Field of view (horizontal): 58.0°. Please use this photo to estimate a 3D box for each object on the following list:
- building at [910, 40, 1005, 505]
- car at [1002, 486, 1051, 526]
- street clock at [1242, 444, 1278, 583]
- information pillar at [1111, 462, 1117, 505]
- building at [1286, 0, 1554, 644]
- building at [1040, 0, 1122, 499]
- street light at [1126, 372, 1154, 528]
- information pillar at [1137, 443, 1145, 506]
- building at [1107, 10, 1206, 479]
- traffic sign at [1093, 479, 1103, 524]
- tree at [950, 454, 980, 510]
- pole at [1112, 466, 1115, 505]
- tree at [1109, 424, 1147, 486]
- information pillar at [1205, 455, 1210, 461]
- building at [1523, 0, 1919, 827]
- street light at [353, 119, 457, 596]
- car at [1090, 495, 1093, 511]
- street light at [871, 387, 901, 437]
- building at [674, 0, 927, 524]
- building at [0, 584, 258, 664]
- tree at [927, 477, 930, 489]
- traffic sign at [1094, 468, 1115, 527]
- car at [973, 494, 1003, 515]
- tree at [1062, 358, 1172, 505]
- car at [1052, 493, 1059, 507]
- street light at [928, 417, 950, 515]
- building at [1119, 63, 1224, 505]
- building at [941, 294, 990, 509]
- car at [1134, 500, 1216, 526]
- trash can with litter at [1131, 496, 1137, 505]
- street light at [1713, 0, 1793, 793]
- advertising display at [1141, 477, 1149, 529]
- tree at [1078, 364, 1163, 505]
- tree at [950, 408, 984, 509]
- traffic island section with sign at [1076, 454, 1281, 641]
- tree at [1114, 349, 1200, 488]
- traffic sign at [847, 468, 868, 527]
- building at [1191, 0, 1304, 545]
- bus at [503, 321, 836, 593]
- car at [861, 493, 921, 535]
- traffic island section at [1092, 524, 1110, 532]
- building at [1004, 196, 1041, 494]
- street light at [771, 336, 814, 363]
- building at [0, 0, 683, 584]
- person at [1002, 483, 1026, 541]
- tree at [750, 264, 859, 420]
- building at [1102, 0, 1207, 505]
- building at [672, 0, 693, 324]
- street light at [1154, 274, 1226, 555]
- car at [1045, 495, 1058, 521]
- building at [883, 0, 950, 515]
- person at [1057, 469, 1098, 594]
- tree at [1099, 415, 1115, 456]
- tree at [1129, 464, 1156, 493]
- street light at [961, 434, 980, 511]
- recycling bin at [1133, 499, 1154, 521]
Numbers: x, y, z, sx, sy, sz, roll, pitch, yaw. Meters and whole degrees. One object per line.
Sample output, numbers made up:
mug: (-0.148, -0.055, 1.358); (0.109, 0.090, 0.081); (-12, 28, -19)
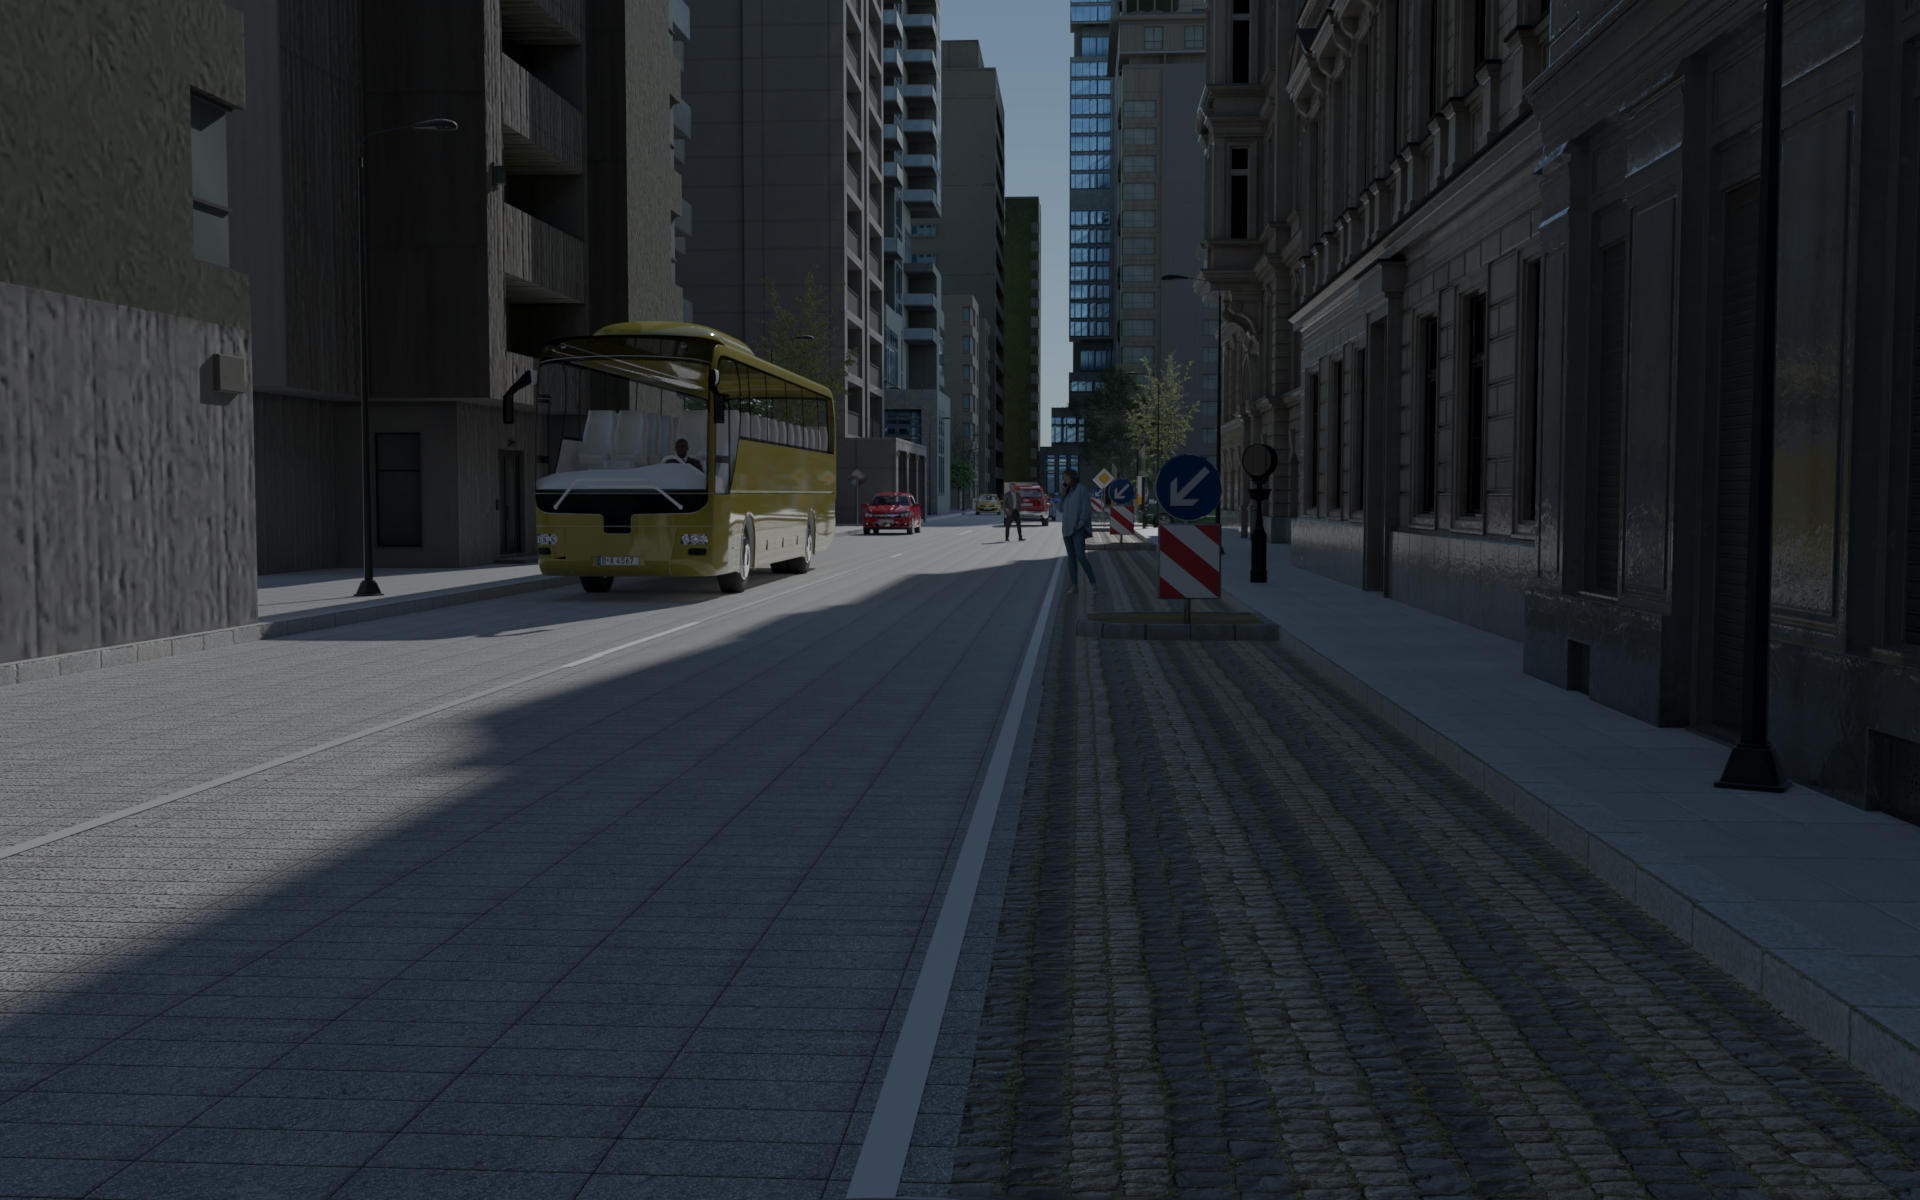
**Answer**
building: (-6.235, -34.646, 190.166); (21.300, 48.544, 21.600); (0, 4, 4)
car: (3.024, -4.299, 78.954); (2.281, 1.827, 5.304); (0, 4, 2)
street clock: (4.325, -1.251, 25.026); (0.471, 2.002, 0.358); (2, 4, 35)
information pillar: (11.399, -8.381, 128.389); (0.504, 3.616, 0.183); (-2, 4, -35)
building: (10.034, -9.581, 21.275); (10.561, 19.102, 19.286); (0, 4, 4)
building: (26.973, -56.809, 241.492); (31.000, 86.520, 22.319); (0, 4, 4)
street light: (7.012, -5.719, 66.046); (1.470, 5.913, 1.316); (0, 4, 4)
information pillar: (8.367, -5.420, 79.964); (0.504, 3.616, 0.183); (-3, 5, -41)
building: (30.415, -36.631, 188.160); (28.713, 52.752, 27.495); (0, 4, 4)
traffic sign: (6.093, -4.336, 74.531); (0.795, 2.450, 0.064); (0, 4, 4)
tree: (-0.057, -9.651, 141.506); (4.285, 4.588, 4.351); (0, 3, 0)
pole: (11.159, -8.072, 125.821); (0.158, 3.312, 0.155); (0, 3, 0)
tree: (15.265, -12.759, 158.969); (4.737, 8.622, 4.395); (0, 3, 0)
information pillar: (14.860, -6.892, 104.039); (0.183, 3.616, 0.504); (-2, 4, -25)
building: (8.092, -9.383, 2.566); (9.793, 20.994, 18.267); (0, 4, 4)
street light: (-6.928, -3.004, 21.660); (1.470, 5.913, 1.316); (0, 4, 4)
car: (9.924, -7.382, 132.695); (2.014, 1.417, 4.499); (0, 4, 3)
street light: (-3.261, -6.267, 75.015); (1.470, 5.913, 1.316); (0, 4, 4)
building: (-12.219, -39.477, 83.708); (20.563, 71.187, 20.611); (0, 4, 4)
building: (-14.439, -14.569, 9.910); (14.160, 30.474, 14.107); (0, 4, 4)
tree: (-2.501, -6.477, 100.501); (1.663, 3.219, 1.824); (0, 3, 0)
traffic sign: (5.541, -3.848, 66.565); (0.795, 2.450, 0.064); (0, 4, 4)
car: (1.956, -6.675, 119.359); (2.015, 1.641, 3.980); (0, 4, 3)
tree: (11.154, -11.290, 119.006); (7.601, 10.594, 8.767); (2, 4, 33)
car: (9.375, -9.360, 162.620); (1.945, 1.707, 3.694); (0, 4, 3)
street light: (-1.274, -8.080, 104.649); (1.470, 5.913, 1.316); (0, 4, 4)
building: (22.587, -29.643, 168.251); (14.154, 41.232, 14.086); (0, 4, 4)
building: (-11.697, -19.611, 165.674); (27.650, 21.520, 28.899); (0, 4, 4)
car: (9.518, -3.557, 69.948); (4.920, 1.459, 2.131); (0, 4, 2)
trash can with litter: (10.419, -5.498, 101.282); (0.624, 1.170, 1.055); (-1, 4, -18)
street light: (2.943, -2.136, 7.471); (1.470, 5.913, 1.316); (0, 4, 4)
advertising display: (6.877, -3.614, 64.304); (0.123, 1.923, 0.974); (1, 4, 16)
tree: (14.019, -14.233, 150.833); (7.486, 12.596, 7.792); (0, 3, 0)
tree: (0.075, -12.029, 147.030); (4.360, 8.622, 3.978); (0, 3, 0)
traffic island section with sign: (2.194, -0.561, 17.797); (1.989, 1.847, 2.006); (0, 4, 4)
tree: (10.284, -8.476, 88.950); (4.360, 8.622, 3.978); (0, 3, 0)
traffic sign: (-3.979, -3.890, 67.242); (0.795, 2.450, 0.064); (0, 4, 4)
building: (13.882, -14.016, 48.241); (14.460, 24.649, 34.723); (0, 4, 4)
bus: (-4.101, -2.256, 28.431); (2.896, 3.916, 12.252); (0, 4, 4)
car: (-2.438, -3.272, 62.536); (2.155, 1.783, 4.494); (0, 4, 4)
traffic island section: (5.565, -2.713, 66.640); (2.009, 0.180, 2.903); (0, 4, 4)
building: (4.198, -34.049, 240.295); (14.086, 41.232, 14.154); (0, 4, 4)
street light: (-4.990, -4.794, 50.926); (1.470, 5.913, 1.316); (0, 4, 4)
building: (-13.768, -15.942, 32.353); (14.160, 30.474, 14.107); (0, 4, 4)
person: (1.641, -2.659, 52.379); (0.661, 1.777, 0.834); (-2, 4, -35)
tree: (-5.342, -6.478, 56.275); (4.737, 8.622, 4.395); (0, 3, 0)
building: (27.981, -47.336, 212.193); (20.563, 71.187, 20.611); (0, 4, 4)
building: (-25.196, -26.808, 57.921); (30.456, 49.044, 23.786); (0, 4, 4)
street light: (4.945, -3.926, 36.732); (1.470, 5.913, 1.316); (0, 4, 4)
car: (4.331, -4.997, 93.696); (2.014, 1.417, 4.499); (0, 4, 3)
building: (-11.453, -49.396, 120.291); (22.319, 86.520, 31.000); (0, 4, 4)
person: (1.692, -0.978, 24.755); (0.793, 1.790, 0.793); (1, 4, 22)
tree: (13.243, -11.500, 138.394); (4.360, 8.622, 3.978); (0, 3, 0)
tree: (11.835, -7.067, 110.150); (1.663, 3.219, 1.824); (0, 3, 0)
street light: (0.814, -9.889, 134.218); (1.470, 5.913, 1.316); (0, 4, 4)
recycling bin: (8.624, -4.213, 81.443); (0.722, 1.027, 0.722); (-3, 5, -39)
